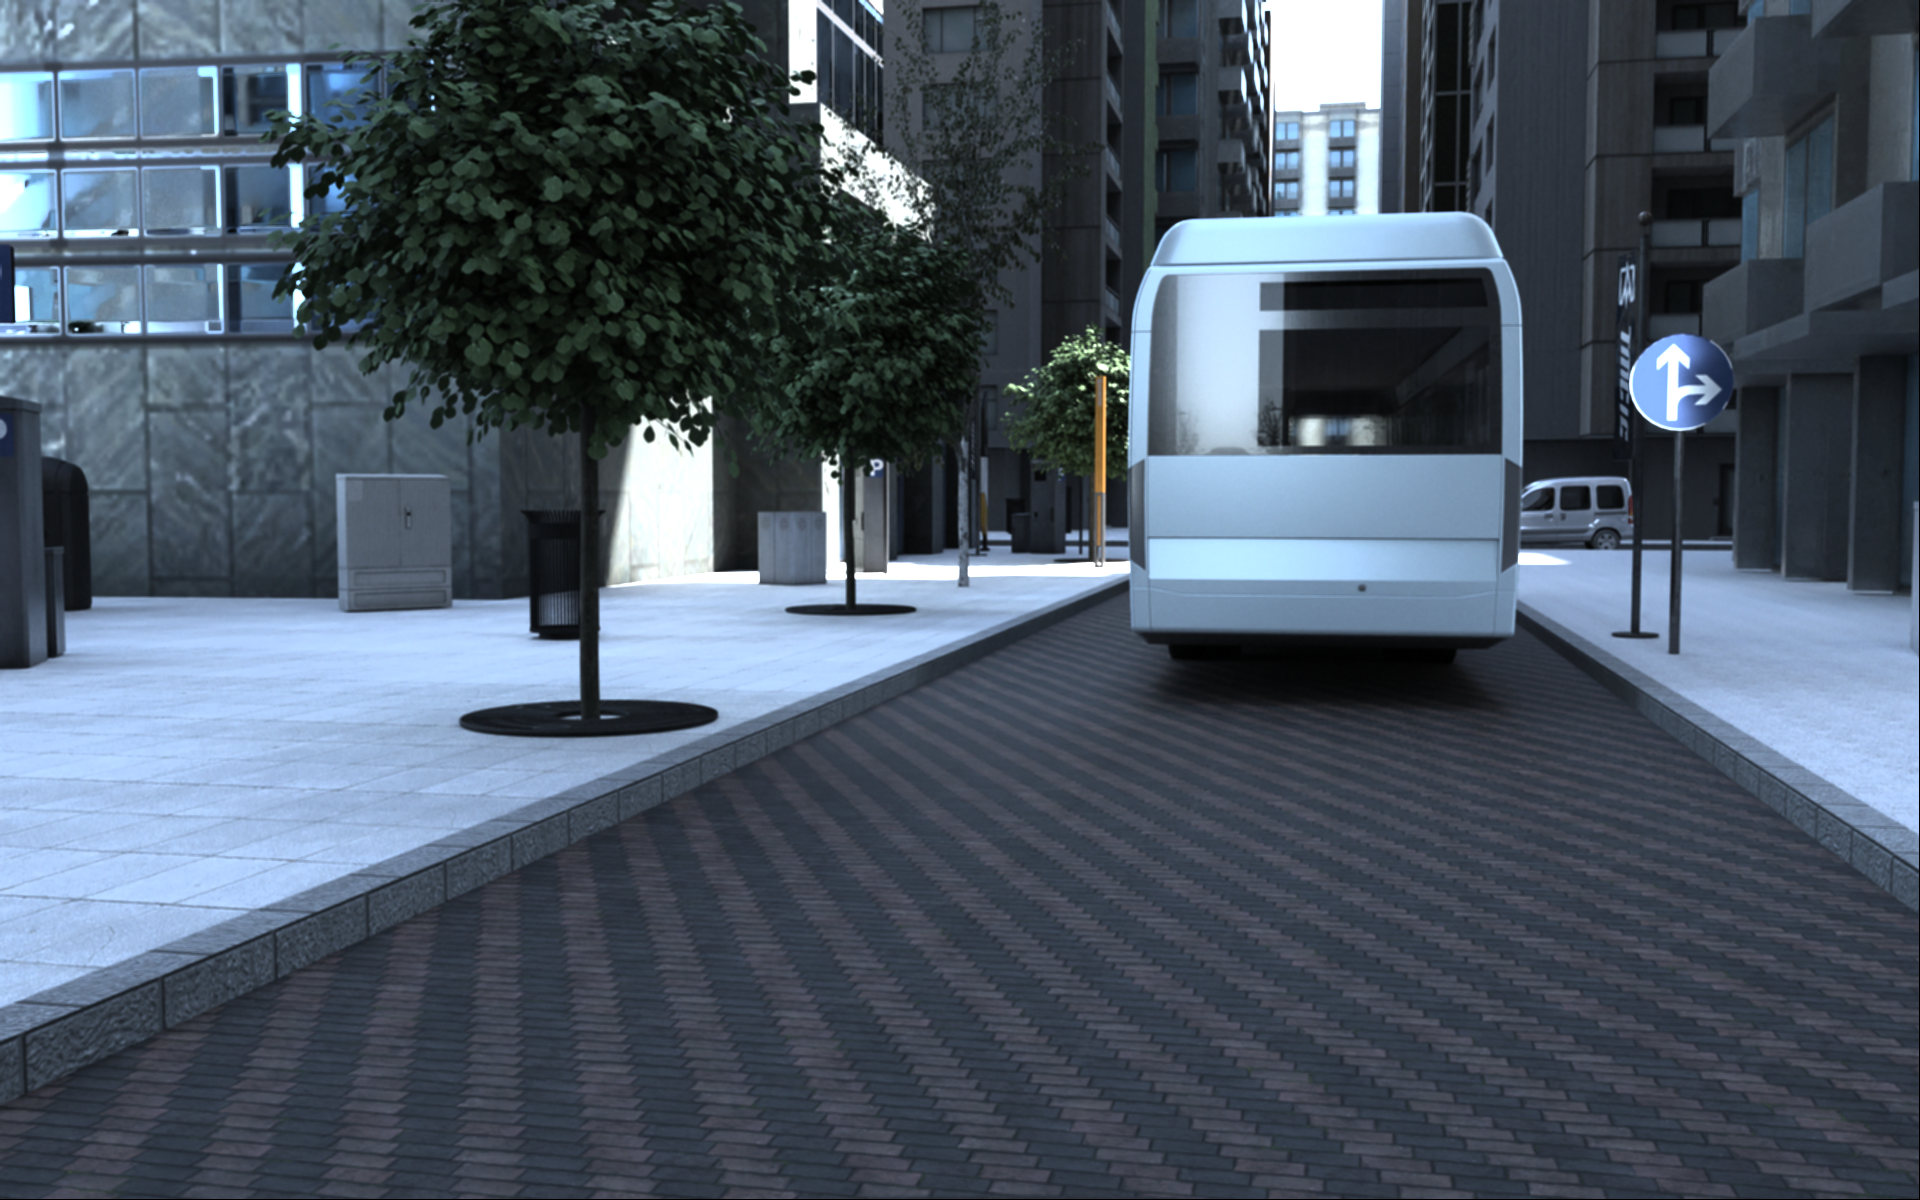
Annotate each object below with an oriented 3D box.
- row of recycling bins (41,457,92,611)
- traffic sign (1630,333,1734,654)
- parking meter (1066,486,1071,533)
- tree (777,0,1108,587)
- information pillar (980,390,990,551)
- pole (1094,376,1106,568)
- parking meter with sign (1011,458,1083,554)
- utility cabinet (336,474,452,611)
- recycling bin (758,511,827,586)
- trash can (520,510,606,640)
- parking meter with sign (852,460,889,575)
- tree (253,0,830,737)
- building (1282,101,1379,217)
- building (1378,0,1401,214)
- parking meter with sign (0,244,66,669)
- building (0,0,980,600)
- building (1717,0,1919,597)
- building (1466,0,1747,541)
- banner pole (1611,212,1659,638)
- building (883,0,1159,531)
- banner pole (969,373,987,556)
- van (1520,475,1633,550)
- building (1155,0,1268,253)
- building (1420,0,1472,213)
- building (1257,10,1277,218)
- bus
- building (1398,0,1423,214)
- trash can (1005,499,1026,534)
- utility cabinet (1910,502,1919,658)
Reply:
[{"bbox_3d":[-10.577,-0.660,17.907,1.069,1.692,3.534,1,4,22],"label":"row of recycling bins"},{"bbox_3d":[5.735,-0.839,13.830,0.768,2.556,0.104,1,4,18],"label":"traffic sign"},{"bbox_3d":[3.456,-2.950,56.638,0.372,1.533,0.369,0,3,0],"label":"parking meter"},{"bbox_3d":[-0.190,-4.491,23.787,4.360,8.622,3.978,0,3,0],"label":"tree"},{"bbox_3d":[0.549,-2.909,38.915,0.183,3.616,0.504,1,4,10],"label":"information pillar"},{"bbox_3d":[2.432,-2.215,30.055,0.158,3.312,0.155,0,3,0],"label":"pole"},{"bbox_3d":[1.901,-2.510,37.301,1.738,3.016,0.543,2,4,35],"label":"parking meter with sign"},{"bbox_3d":[-6.242,-0.640,19.146,1.173,1.500,0.318,-3,5,-40],"label":"utility cabinet"},{"bbox_3d":[-2.392,-0.745,24.735,0.722,1.027,0.722,3,4,38],"label":"recycling bin"},{"bbox_3d":[-3.526,-0.231,15.429,0.748,1.137,0.748,0,3,0],"label":"trash can"},{"bbox_3d":[-1.424,-1.960,28.313,0.543,3.016,1.738,-1,4,-17],"label":"parking meter with sign"},{"bbox_3d":[-2.027,-1.587,9.653,4.285,4.588,4.351,0,3,0],"label":"tree"},{"bbox_3d":[46.927,-36.366,214.198,30.456,49.044,23.786,1,4,12],"label":"building"},{"bbox_3d":[53.384,-38.813,176.583,21.231,58.520,28.212,1,4,12],"label":"building"},{"bbox_3d":[-7.116,-1.019,12.914,0.543,3.016,1.738,-1,4,-16],"label":"parking meter with sign"},{"bbox_3d":[-17.042,-43.955,31.332,31.000,86.520,22.319,1,4,12],"label":"building"},{"bbox_3d":[21.355,-24.313,17.125,23.786,49.044,30.456,1,4,12],"label":"building"},{"bbox_3d":[22.993,-22.513,51.683,14.086,41.232,14.154,1,4,12],"label":"building"},{"bbox_3d":[6.075,-1.570,15.695,0.401,3.779,0.863,0,4,0],"label":"banner pole"},{"bbox_3d":[-0.287,-23.306,64.652,14.154,41.232,14.086,1,4,12],"label":"building"},{"bbox_3d":[0.306,-2.796,35.729,0.401,3.779,0.863,1,4,16],"label":"banner pole"},{"bbox_3d":[14.036,-2.120,41.678,4.112,2.044,2.013,1,4,13],"label":"van"},{"bbox_3d":[12.857,-31.750,138.726,23.786,49.044,30.456,1,4,12],"label":"building"},{"bbox_3d":[37.298,-40.881,106.655,20.563,71.187,20.611,1,4,12],"label":"building"},{"bbox_3d":[21.801,-31.195,160.140,14.600,45.320,14.200,1,4,12],"label":"building"},{"bbox_3d":[3.599,-1.414,17.983,2.948,3.499,13.247,1,4,10],"label":"bus"},{"bbox_3d":[39.858,-29.263,128.568,14.600,45.320,14.200,1,4,12],"label":"building"},{"bbox_3d":[1.781,-2.684,55.533,0.748,1.137,0.748,0,3,0],"label":"trash can"},{"bbox_3d":[7.864,-0.169,13.929,0.306,1.237,1.020,2,4,25],"label":"utility cabinet"}]
